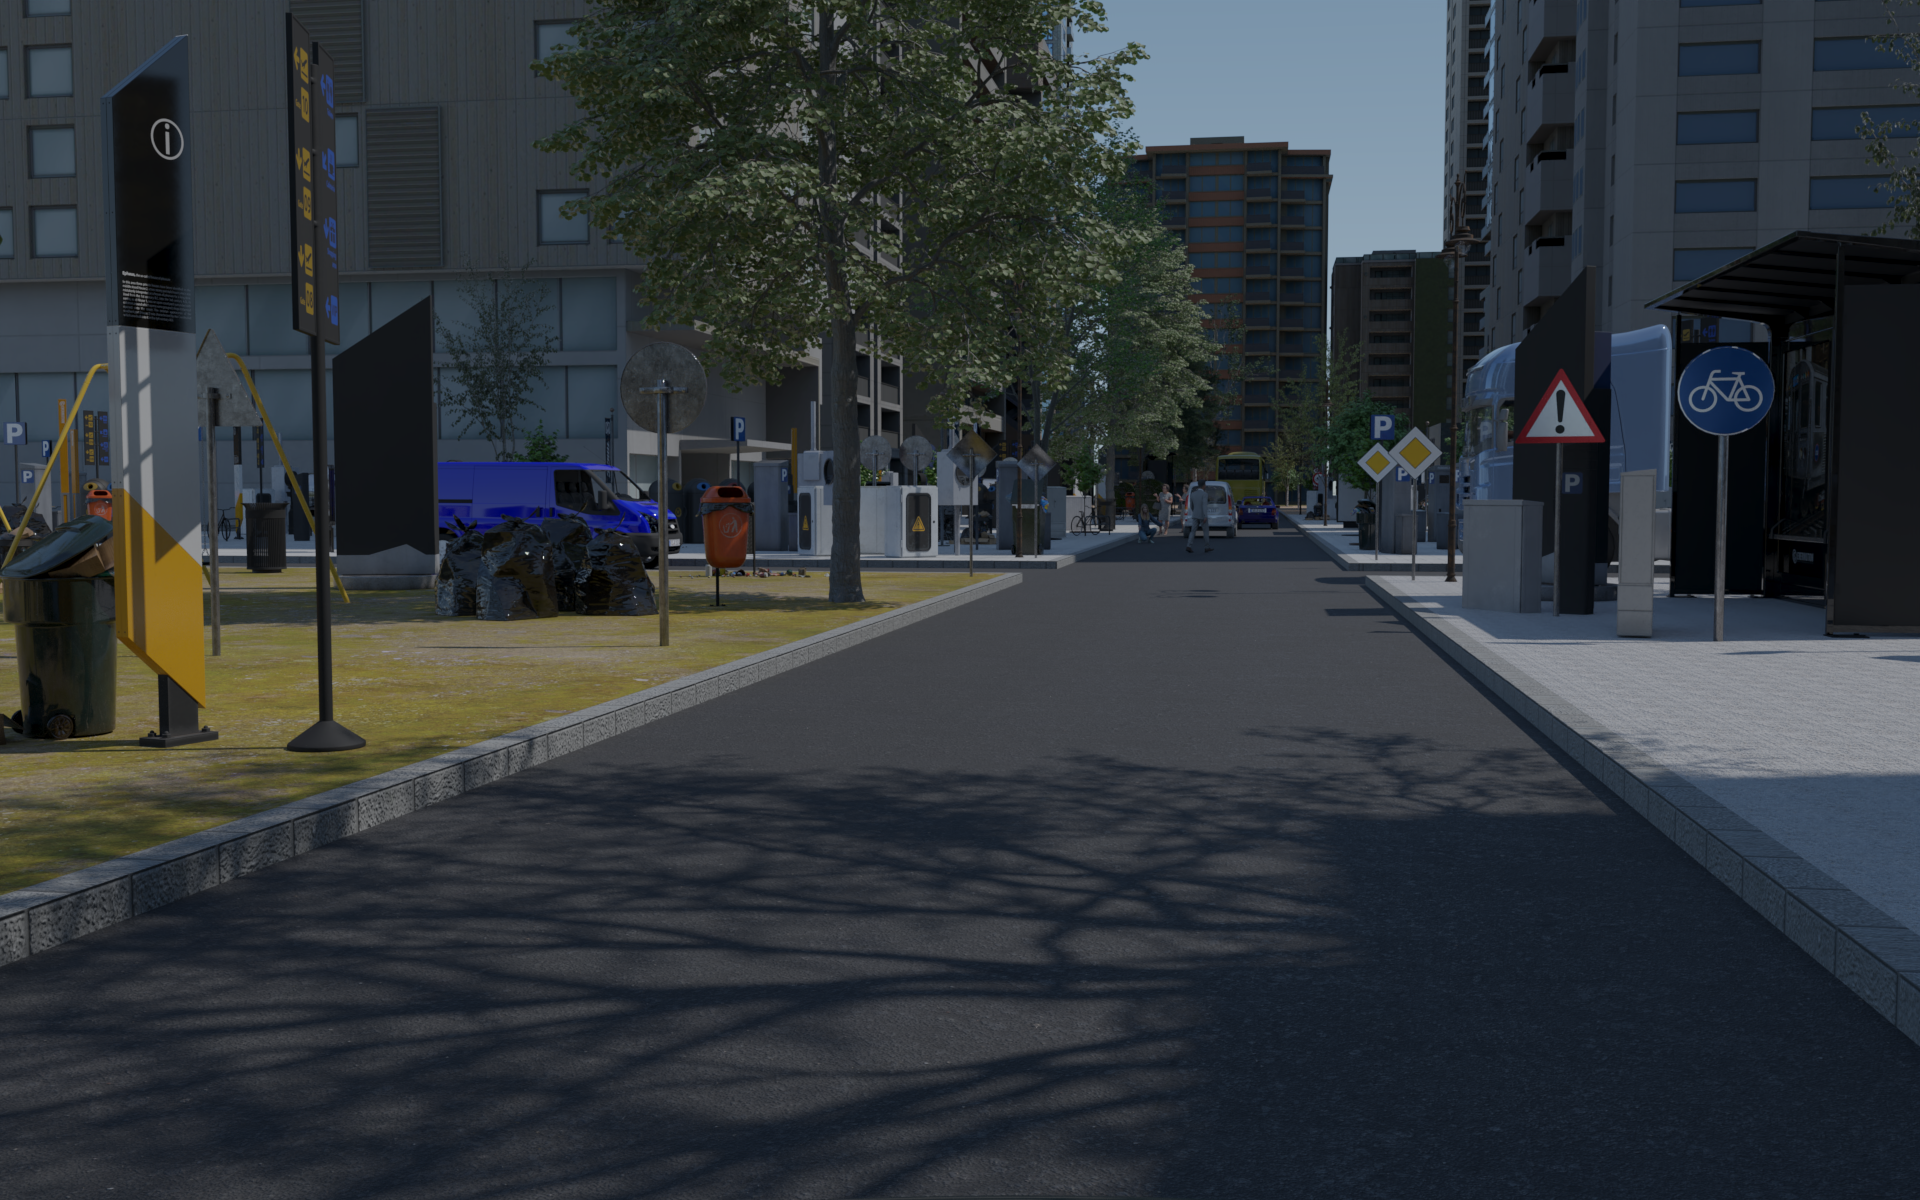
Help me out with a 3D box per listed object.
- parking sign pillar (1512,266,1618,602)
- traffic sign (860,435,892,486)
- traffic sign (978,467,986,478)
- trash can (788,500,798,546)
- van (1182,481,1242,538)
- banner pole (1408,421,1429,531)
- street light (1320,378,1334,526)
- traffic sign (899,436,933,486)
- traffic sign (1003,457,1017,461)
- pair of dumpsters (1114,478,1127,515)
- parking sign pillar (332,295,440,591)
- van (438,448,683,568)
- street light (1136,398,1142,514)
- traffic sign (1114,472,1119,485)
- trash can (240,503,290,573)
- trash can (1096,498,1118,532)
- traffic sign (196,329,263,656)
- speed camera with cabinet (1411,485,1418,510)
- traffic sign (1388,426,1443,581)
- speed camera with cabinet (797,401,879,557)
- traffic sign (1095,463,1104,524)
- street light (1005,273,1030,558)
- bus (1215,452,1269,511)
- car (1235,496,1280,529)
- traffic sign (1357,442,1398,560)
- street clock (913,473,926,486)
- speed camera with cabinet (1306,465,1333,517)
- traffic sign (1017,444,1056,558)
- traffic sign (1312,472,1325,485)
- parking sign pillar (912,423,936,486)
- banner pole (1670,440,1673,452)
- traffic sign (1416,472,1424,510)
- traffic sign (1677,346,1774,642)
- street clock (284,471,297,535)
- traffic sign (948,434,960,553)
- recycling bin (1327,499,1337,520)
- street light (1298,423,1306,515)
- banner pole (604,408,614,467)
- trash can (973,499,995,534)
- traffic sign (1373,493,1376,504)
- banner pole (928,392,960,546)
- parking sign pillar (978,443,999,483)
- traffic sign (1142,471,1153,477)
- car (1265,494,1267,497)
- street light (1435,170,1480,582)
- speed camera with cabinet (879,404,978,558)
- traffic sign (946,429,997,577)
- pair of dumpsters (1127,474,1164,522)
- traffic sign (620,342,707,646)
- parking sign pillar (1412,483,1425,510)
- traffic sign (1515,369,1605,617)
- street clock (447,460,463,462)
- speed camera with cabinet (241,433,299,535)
[{"bbox_3d":[7.360,-2.003,21.217,1.447,3.967,1.447,-1,4,-20],"label":"parking sign pillar"},{"bbox_3d":[-1.852,-2.289,37.530,0.768,2.556,0.104,1,4,16],"label":"traffic sign"},{"bbox_3d":[0.466,-3.389,55.518,0.768,2.556,0.104,1,4,17],"label":"traffic sign"},{"bbox_3d":[-3.767,-1.801,41.102,0.748,1.137,0.748,0,3,0],"label":"trash can"},{"bbox_3d":[8.357,-3.098,57.671,2.013,2.044,4.112,1,4,11],"label":"van"},{"bbox_3d":[15.880,-4.270,59.838,0.863,3.779,0.401,1,4,8],"label":"banner pole"},{"bbox_3d":[14.660,-5.903,69.301,0.468,5.910,1.993,1,4,10],"label":"street light"},{"bbox_3d":[-0.973,-2.303,37.756,0.768,2.556,0.104,1,4,15],"label":"traffic sign"},{"bbox_3d":[1.721,-3.662,59.974,0.768,2.556,0.104,1,4,19],"label":"traffic sign"},{"bbox_3d":[9.941,-6.241,104.534,1.574,2.255,4.437,1,4,10],"label":"pair of dumpsters"},{"bbox_3d":[-7.822,-2.149,23.612,1.447,3.967,1.447,-1,4,-9],"label":"parking sign pillar"},{"bbox_3d":[-7.919,-1.750,32.992,5.245,2.365,2.240,1,4,11],"label":"van"},{"bbox_3d":[7.539,-6.086,72.292,0.468,5.910,1.993,1,4,10],"label":"street light"},{"bbox_3d":[7.178,-4.849,81.407,0.606,2.300,0.079,1,4,13],"label":"traffic sign"},{"bbox_3d":[-11.305,-1.013,28.215,0.748,1.137,0.748,0,3,0],"label":"trash can"},{"bbox_3d":[5.042,-2.927,59.502,0.748,1.137,0.748,0,3,0],"label":"trash can"},{"bbox_3d":[-5.897,-0.835,13.664,0.884,2.594,0.081,1,4,14],"label":"traffic sign"},{"bbox_3d":[18.677,-4.770,72.327,0.660,3.252,2.038,2,4,24],"label":"speed camera with cabinet"},{"bbox_3d":[6.723,-1.345,25.635,0.795,2.450,0.064,1,4,10],"label":"traffic sign"},{"bbox_3d":[-2.421,-2.613,37.053,2.038,3.252,0.660,1,4,16],"label":"speed camera with cabinet"},{"bbox_3d":[5.576,-4.333,70.947,0.768,2.556,0.104,1,4,15],"label":"traffic sign"},{"bbox_3d":[1.200,-3.797,34.872,0.468,5.910,1.993,1,4,10],"label":"street light"},{"bbox_3d":[16.362,-6.666,100.533,2.896,3.916,12.252,1,4,11],"label":"bus"},{"bbox_3d":[12.241,-3.604,71.499,1.945,1.354,3.894,1,4,9],"label":"car"},{"bbox_3d":[8.069,-1.827,33.507,0.795,2.450,0.064,1,4,10],"label":"traffic sign"},{"bbox_3d":[-1.399,-3.411,60.334,0.358,2.002,0.471,-3,4,-37],"label":"street clock"},{"bbox_3d":[18.637,-5.828,89.617,0.660,3.252,2.038,3,4,37],"label":"speed camera with cabinet"},{"bbox_3d":[1.523,-1.896,34.642,0.795,2.450,0.064,1,4,10],"label":"traffic sign"},{"bbox_3d":[20.770,-6.122,100.205,0.768,2.556,0.104,1,4,10],"label":"traffic sign"},{"bbox_3d":[-1.351,-4.786,66.716,1.447,3.967,1.447,2,4,28],"label":"parking sign pillar"},{"bbox_3d":[29.378,-4.948,70.922,0.863,3.779,0.401,3,5,45],"label":"banner pole"},{"bbox_3d":[17.377,-3.906,65.989,0.606,2.300,0.079,1,4,15],"label":"traffic sign"},{"bbox_3d":[6.605,-0.911,15.008,0.768,2.556,0.104,1,4,17],"label":"traffic sign"},{"bbox_3d":[-21.104,-3.066,54.703,0.358,2.002,0.471,0,4,7],"label":"street clock"},{"bbox_3d":[-0.102,-2.313,37.825,0.884,2.594,0.081,1,4,19],"label":"traffic sign"},{"bbox_3d":[18.772,-4.551,86.959,0.722,1.027,0.722,2,4,28],"label":"recycling bin"},{"bbox_3d":[21.092,-8.217,107.129,0.468,5.910,1.993,1,4,10],"label":"street light"},{"bbox_3d":[-10.120,-3.676,50.113,0.401,3.779,0.863,0,4,8],"label":"banner pole"},{"bbox_3d":[0.577,-2.162,46.994,0.748,1.137,0.748,0,3,0],"label":"trash can"},{"bbox_3d":[11.735,-2.991,49.013,0.768,2.556,0.104,1,4,18],"label":"traffic sign"},{"bbox_3d":[-0.280,-3.220,42.662,0.401,3.779,0.863,3,5,44],"label":"banner pole"},{"bbox_3d":[1.510,-6.151,89.047,1.447,3.967,1.447,-3,5,-41],"label":"parking sign pillar"},{"bbox_3d":[10.247,-5.785,94.684,0.768,2.556,0.104,1,4,12],"label":"traffic sign"},{"bbox_3d":[19.752,-6.666,117.667,2.281,1.827,5.304,0,4,8],"label":"car"},{"bbox_3d":[7.180,-3.203,25.153,0.468,5.910,1.993,1,4,10],"label":"street light"},{"bbox_3d":[-0.576,-2.506,35.303,2.038,3.252,0.660,-3,5,-40],"label":"speed camera with cabinet"},{"bbox_3d":[0.177,-1.415,26.771,0.795,2.450,0.064,1,4,10],"label":"traffic sign"},{"bbox_3d":[8.836,-4.771,80.506,1.574,2.255,4.437,1,4,10],"label":"pair of dumpsters"},{"bbox_3d":[-2.497,-0.883,14.543,0.768,2.556,0.104,1,4,11],"label":"traffic sign"},{"bbox_3d":[19.741,-5.330,75.612,1.447,3.967,1.447,-1,4,-20],"label":"parking sign pillar"},{"bbox_3d":[6.252,-1.106,18.089,0.884,2.594,0.081,1,4,17],"label":"traffic sign"},{"bbox_3d":[-10.689,-1.966,36.714,0.471,2.002,0.358,1,4,19],"label":"street clock"},{"bbox_3d":[-22.026,-3.727,55.277,0.660,3.252,2.038,1,4,23],"label":"speed camera with cabinet"}]
